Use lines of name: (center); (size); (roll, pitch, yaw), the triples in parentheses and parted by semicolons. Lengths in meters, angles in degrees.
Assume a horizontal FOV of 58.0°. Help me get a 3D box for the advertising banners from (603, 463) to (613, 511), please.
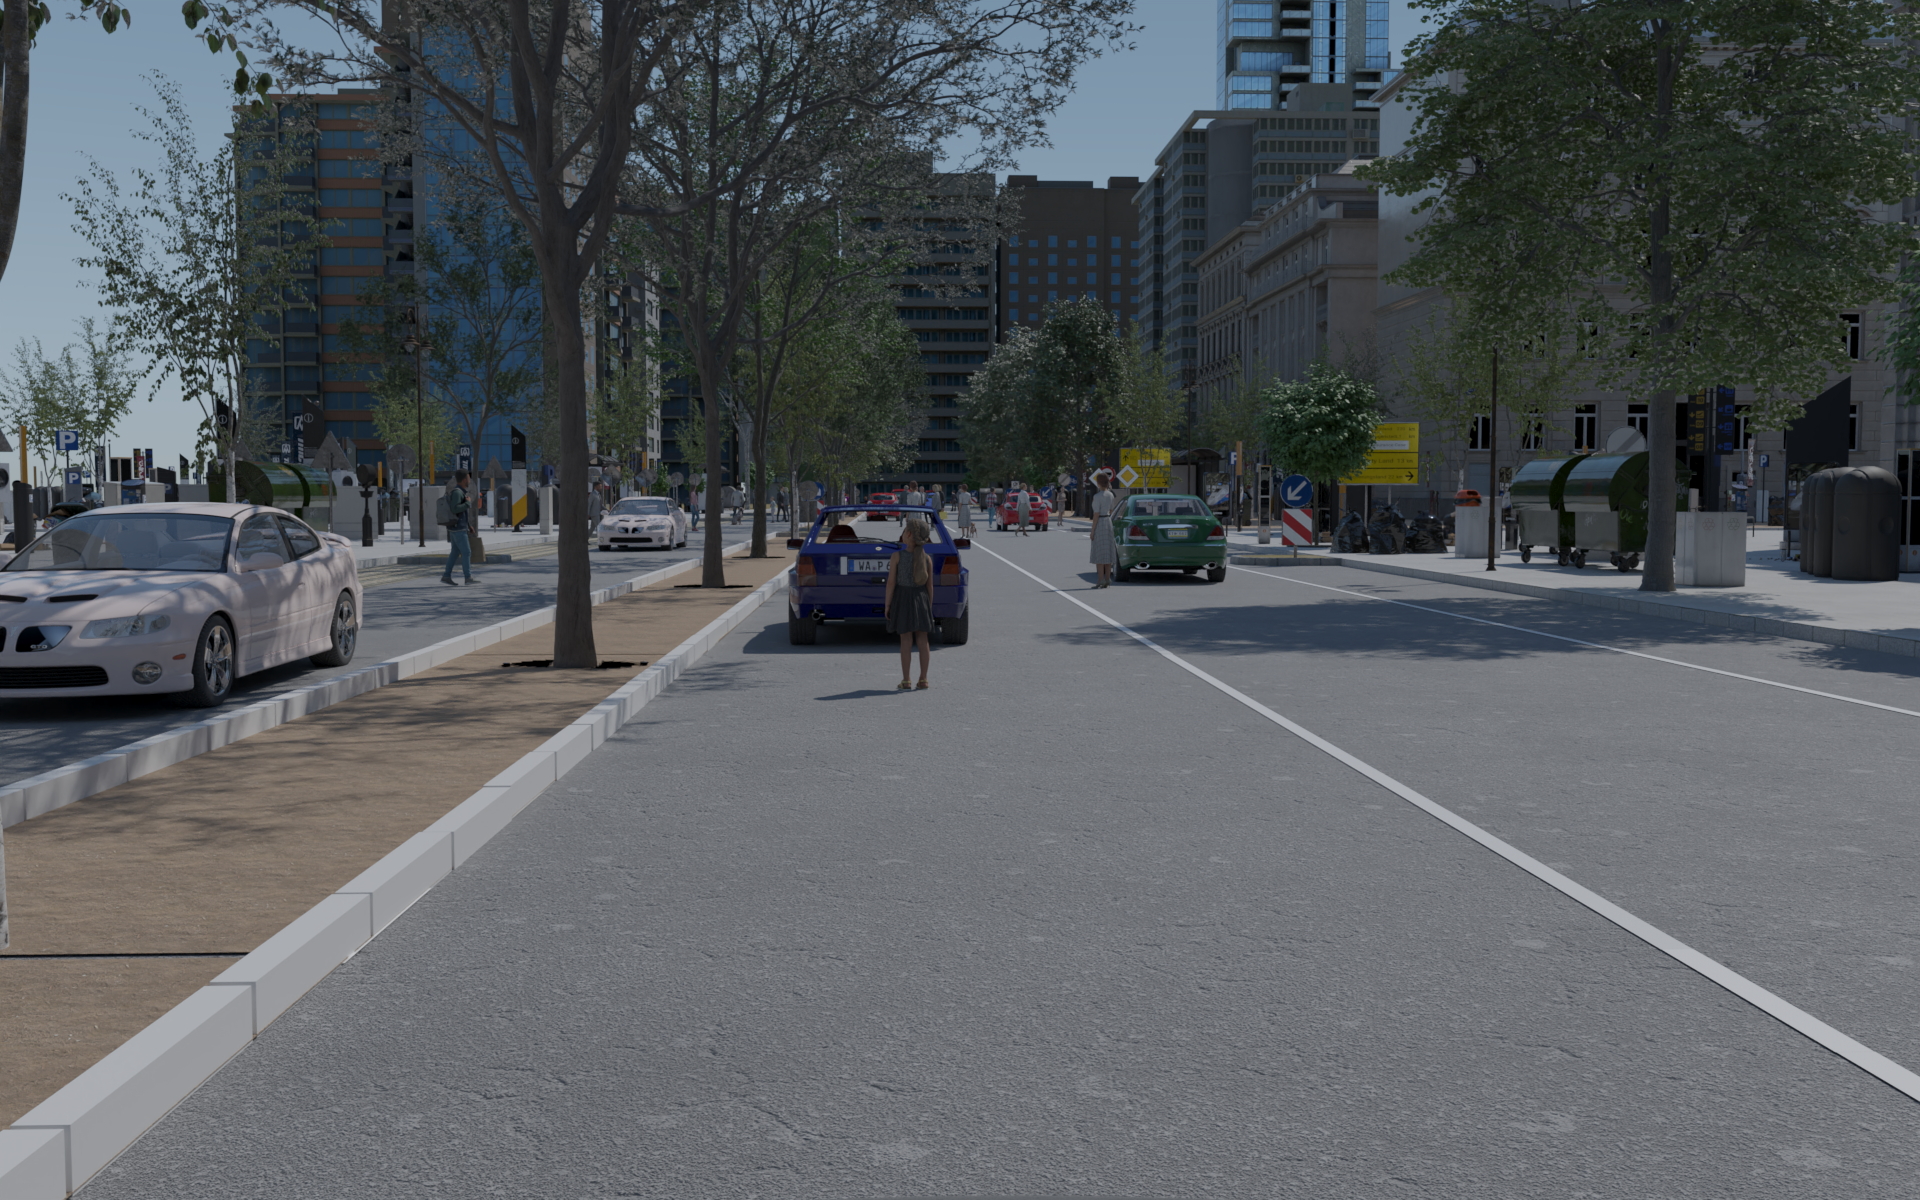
advertising banners: (-20.236, -6.167, 97.025); (0.090, 3.025, 2.074); (1, 4, 21)

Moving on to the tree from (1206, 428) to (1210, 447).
tree: (15.828, -10.575, 123.268); (4.360, 8.622, 3.978); (0, 3, 0)

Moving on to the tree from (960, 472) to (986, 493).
tree: (1.720, -14.225, 216.289); (4.285, 4.588, 4.351); (0, 3, 0)

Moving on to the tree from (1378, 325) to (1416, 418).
tree: (15.137, -6.247, 52.506); (4.737, 8.622, 4.395); (0, 3, 0)

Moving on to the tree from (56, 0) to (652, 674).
tree: (-3.141, -6.173, 13.748); (12.009, 13.543, 11.850); (0, 3, 0)

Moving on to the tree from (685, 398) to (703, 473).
tree: (-19.221, -10.969, 129.703); (4.737, 8.622, 4.395); (0, 3, 0)

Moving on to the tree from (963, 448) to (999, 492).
tree: (2.656, -14.106, 180.999); (4.737, 8.622, 4.395); (0, 3, 0)

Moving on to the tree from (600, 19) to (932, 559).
tree: (-4.349, -6.714, 37.981); (9.928, 11.665, 9.643); (0, 3, 0)

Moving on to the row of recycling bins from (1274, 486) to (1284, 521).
row of recycling bins: (16.027, -4.733, 84.498); (1.069, 1.692, 3.534); (0, 4, -2)

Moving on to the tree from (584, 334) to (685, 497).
tree: (-15.200, -7.859, 78.861); (4.737, 8.622, 4.395); (0, 3, 0)

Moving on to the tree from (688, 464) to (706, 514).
tree: (-16.891, -7.149, 111.486); (1.663, 3.219, 1.824); (0, 3, 0)

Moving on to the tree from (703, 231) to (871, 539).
tree: (-4.461, -5.771, 47.177); (4.737, 8.622, 4.395); (0, 3, 0)

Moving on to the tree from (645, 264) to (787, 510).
tree: (-18.509, -17.356, 139.665); (12.611, 20.169, 13.585); (0, 3, 0)

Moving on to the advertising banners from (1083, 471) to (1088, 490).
advertising banners: (9.545, -7.733, 122.622); (2.074, 3.025, 0.090); (0, 4, 4)

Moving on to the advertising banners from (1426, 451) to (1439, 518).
advertising banners: (19.071, -4.512, 69.958); (0.090, 3.025, 2.074); (0, 4, 2)

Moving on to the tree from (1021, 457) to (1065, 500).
tree: (5.919, -8.462, 122.073); (4.285, 4.588, 4.351); (0, 3, 0)

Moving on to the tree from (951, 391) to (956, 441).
tree: (4.098, -15.451, 159.278); (9.857, 13.997, 8.962); (0, 3, 0)

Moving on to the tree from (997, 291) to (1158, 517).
tree: (6.738, -11.092, 98.355); (9.611, 12.733, 9.660); (0, 3, 0)

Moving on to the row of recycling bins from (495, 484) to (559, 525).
row of recycling bins: (-17.486, -3.970, 72.027); (3.534, 1.692, 1.069); (-1, 4, -23)

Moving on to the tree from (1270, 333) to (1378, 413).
tree: (17.383, -7.901, 79.539); (4.737, 8.622, 4.395); (0, 3, 0)

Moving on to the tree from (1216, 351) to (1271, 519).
tree: (14.690, -8.441, 88.376); (4.737, 8.622, 4.395); (0, 3, 0)

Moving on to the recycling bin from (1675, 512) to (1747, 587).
recycling bin: (10.539, -0.720, 24.323); (0.722, 1.027, 0.722); (0, 4, 0)

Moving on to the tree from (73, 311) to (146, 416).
tree: (-34.701, -7.276, 69.318); (4.737, 8.622, 4.395); (0, 3, 0)

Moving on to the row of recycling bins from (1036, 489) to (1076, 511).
row of recycling bins: (7.490, -7.640, 132.029); (3.534, 1.692, 1.069); (-1, 4, -21)

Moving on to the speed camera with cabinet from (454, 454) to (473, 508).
speed camera with cabinet: (-25.057, -5.572, 85.441); (0.660, 3.252, 2.038); (2, 4, 25)

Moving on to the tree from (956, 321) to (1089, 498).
tree: (5.302, -13.590, 128.849); (9.857, 13.997, 8.962); (0, 3, 0)

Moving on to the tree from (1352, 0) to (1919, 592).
tree: (9.195, -6.416, 23.033); (7.486, 12.596, 7.792); (0, 3, 0)

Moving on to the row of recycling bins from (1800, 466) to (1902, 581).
row of recycling bins: (13.844, -1.221, 27.081); (1.069, 1.692, 3.534); (1, 4, 17)

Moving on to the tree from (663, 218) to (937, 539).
tree: (-5.066, -7.125, 53.356); (8.767, 10.594, 7.601); (0, 4, -2)

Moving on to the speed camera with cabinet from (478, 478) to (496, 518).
speed camera with cabinet: (-25.904, -6.139, 94.716); (2.038, 3.252, 0.660); (-1, 4, -16)

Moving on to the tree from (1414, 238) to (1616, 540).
tree: (15.500, -5.948, 47.618); (4.737, 8.622, 4.395); (0, 3, 0)

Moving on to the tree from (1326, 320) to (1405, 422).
tree: (17.004, -7.573, 74.174); (4.360, 8.622, 3.978); (0, 3, 0)

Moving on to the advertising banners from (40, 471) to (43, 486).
advertising banners: (-70.089, -8.294, 131.786); (0.090, 3.025, 2.074); (-3, 5, -43)

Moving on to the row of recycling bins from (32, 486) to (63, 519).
row of recycling bins: (-46.254, -4.979, 88.527); (3.534, 1.692, 1.069); (2, 4, 35)

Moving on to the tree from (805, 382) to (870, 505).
tree: (-6.208, -8.483, 91.508); (4.360, 8.622, 3.978); (0, 3, 0)

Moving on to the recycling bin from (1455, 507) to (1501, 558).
recycling bin: (10.445, -1.369, 34.931); (0.722, 1.027, 0.722); (0, 4, -2)

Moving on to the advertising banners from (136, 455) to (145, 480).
advertising banners: (-37.044, -5.100, 79.569); (0.090, 3.025, 2.074); (1, 4, 17)

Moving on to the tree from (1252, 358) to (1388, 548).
tree: (8.739, -3.566, 42.022); (4.285, 4.588, 4.351); (0, 3, 0)

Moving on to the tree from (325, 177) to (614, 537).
tree: (-14.548, -7.149, 51.299); (8.767, 10.594, 7.601); (-1, 4, -11)

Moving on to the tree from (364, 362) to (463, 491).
tree: (-31.293, -8.968, 96.984); (4.737, 8.622, 4.395); (0, 3, 0)

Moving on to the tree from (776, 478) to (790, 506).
tree: (-19.513, -12.090, 192.273); (1.663, 3.219, 1.824); (0, 3, 0)

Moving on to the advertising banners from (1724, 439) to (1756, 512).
advertising banners: (24.515, -3.562, 54.427); (2.074, 3.025, 0.090); (-3, 5, -42)

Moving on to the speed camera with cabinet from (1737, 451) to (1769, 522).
speed camera with cabinet: (36.325, -5.201, 79.366); (0.660, 3.252, 2.038); (0, 4, -1)

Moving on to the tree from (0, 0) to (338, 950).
tree: (-3.096, -3.216, 5.402); (4.360, 8.622, 3.978); (0, 3, 0)

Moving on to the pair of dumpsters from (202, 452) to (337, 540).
pair of dumpsters: (-15.213, -2.189, 38.290); (1.574, 2.255, 4.437); (0, 4, -2)

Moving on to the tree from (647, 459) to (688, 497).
tree: (-16.002, -6.027, 93.137); (1.663, 3.219, 1.824); (0, 3, 0)

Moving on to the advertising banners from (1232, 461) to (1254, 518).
advertising banners: (14.507, -5.813, 91.232); (2.074, 3.025, 0.090); (-1, 4, -13)

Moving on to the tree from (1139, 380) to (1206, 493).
tree: (13.106, -9.891, 112.076); (4.360, 8.622, 3.978); (0, 3, 0)

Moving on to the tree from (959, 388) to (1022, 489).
tree: (3.775, -15.572, 172.726); (7.486, 12.596, 7.792); (0, 3, 0)

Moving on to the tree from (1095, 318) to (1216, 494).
tree: (7.703, -7.436, 71.941); (4.737, 8.622, 4.395); (0, 3, 0)

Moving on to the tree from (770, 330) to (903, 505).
tree: (-6.866, -10.813, 97.378); (7.486, 12.596, 7.792); (0, 3, 0)

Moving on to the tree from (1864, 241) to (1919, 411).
tree: (10.284, -1.999, 16.393); (4.285, 4.588, 4.351); (0, 3, 0)

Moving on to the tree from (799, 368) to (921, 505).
tree: (-7.444, -12.162, 118.312); (9.611, 12.733, 9.660); (0, 3, 0)

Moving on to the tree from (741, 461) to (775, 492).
tree: (-18.245, -10.545, 156.126); (4.285, 4.588, 4.351); (0, 3, 0)

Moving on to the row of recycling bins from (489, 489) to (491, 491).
row of recycling bins: (-35.324, -7.581, 131.068); (3.534, 1.692, 1.069); (3, 5, 44)

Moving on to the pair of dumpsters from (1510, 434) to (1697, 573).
pair of dumpsters: (11.143, -1.693, 30.174); (1.574, 2.255, 4.437); (0, 4, -2)

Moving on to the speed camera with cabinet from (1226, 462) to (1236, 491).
speed camera with cabinet: (17.339, -7.249, 112.850); (0.660, 3.252, 2.038); (1, 4, 19)

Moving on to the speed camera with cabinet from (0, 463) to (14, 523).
speed camera with cabinet: (-41.978, -5.004, 76.158); (0.660, 3.252, 2.038); (0, 4, 7)
